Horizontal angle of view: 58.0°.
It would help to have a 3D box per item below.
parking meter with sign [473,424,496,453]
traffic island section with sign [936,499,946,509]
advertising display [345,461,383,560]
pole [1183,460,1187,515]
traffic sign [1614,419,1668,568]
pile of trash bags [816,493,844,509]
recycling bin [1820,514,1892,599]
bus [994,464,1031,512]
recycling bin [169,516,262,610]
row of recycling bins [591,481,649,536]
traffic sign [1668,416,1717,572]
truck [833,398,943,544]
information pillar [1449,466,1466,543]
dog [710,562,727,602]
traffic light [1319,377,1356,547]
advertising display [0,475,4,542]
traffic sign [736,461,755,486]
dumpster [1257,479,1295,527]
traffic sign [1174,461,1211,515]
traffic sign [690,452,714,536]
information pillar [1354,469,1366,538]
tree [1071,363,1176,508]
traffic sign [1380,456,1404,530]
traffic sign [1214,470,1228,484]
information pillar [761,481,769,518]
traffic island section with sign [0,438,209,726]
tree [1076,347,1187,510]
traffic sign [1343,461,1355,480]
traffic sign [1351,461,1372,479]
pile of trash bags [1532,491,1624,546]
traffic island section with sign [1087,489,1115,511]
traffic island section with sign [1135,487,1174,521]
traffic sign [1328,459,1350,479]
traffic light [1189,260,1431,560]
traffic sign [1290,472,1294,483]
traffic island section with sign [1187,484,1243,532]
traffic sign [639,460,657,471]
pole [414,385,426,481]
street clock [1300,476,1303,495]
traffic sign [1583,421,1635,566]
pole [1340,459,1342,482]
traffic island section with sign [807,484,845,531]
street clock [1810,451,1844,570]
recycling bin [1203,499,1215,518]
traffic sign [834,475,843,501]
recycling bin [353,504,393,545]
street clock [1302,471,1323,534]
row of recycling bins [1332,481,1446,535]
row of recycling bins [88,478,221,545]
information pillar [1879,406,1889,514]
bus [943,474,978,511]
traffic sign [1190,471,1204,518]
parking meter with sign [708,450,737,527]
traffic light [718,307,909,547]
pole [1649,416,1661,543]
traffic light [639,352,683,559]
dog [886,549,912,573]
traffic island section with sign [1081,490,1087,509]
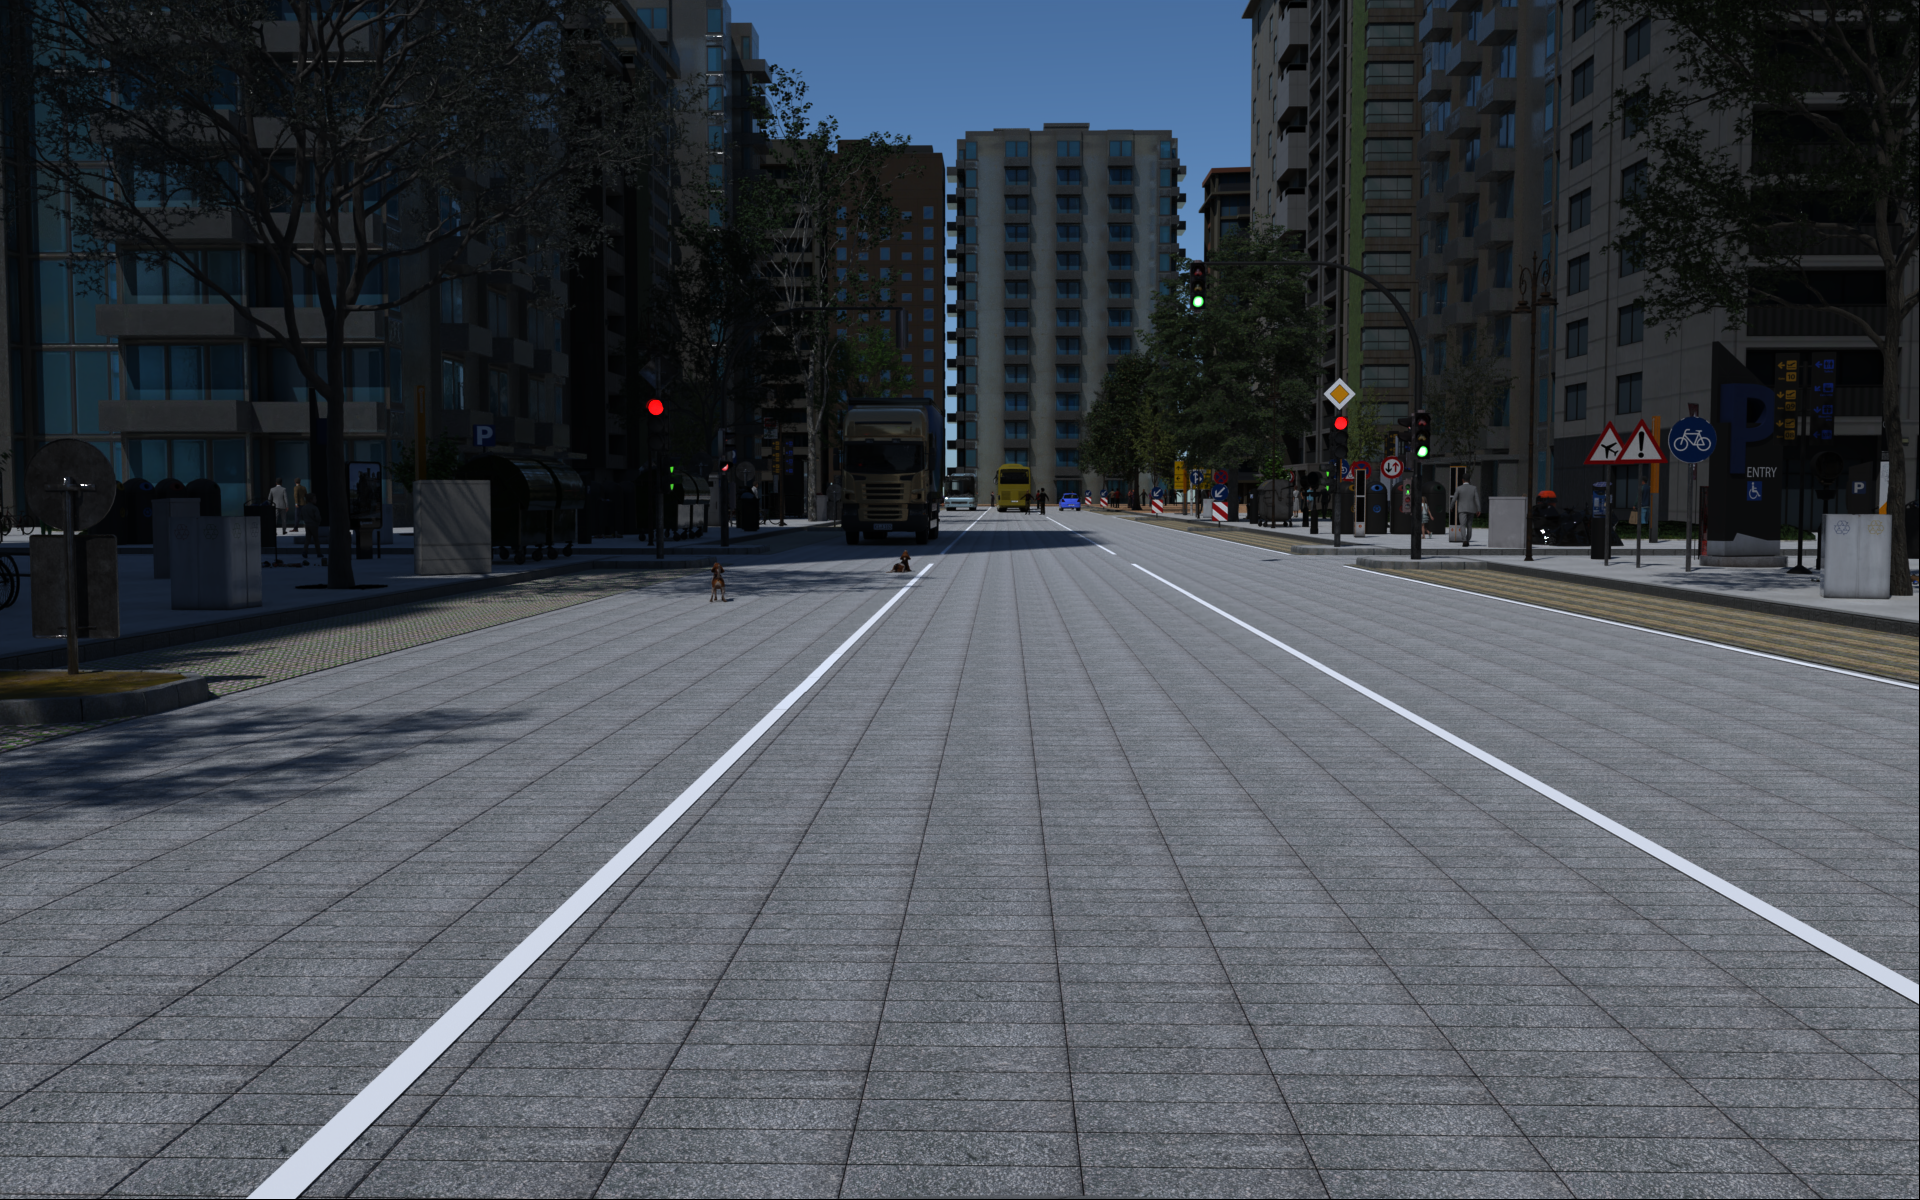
[{"bbox_3d":[-12.296,-2.936,44.265,0.543,3.016,1.738,-2,4,-26],"label":"parking meter with sign"},{"bbox_3d":[-2.124,-9.944,171.205,1.989,1.847,2.006,0,4,1],"label":"traffic island section with sign"},{"bbox_3d":[-11.750,-1.768,34.118,0.123,1.923,0.974,1,4,21],"label":"advertising display"},{"bbox_3d":[13.581,-6.775,104.608,0.158,3.312,0.155,0,3,0],"label":"pole"},{"bbox_3d":[11.791,-1.837,30.040,0.884,2.594,0.081,1,4,11],"label":"traffic sign"},{"bbox_3d":[-8.007,-6.438,115.017,3.447,1.369,1.912,1,4,10],"label":"pile of trash bags"},{"bbox_3d":[11.123,-0.548,21.519,0.722,1.027,0.722,1,4,22],"label":"recycling bin"},{"bbox_3d":[4.240,-9.065,139.751,2.896,3.916,12.252,0,4,0],"label":"bus"},{"bbox_3d":[-8.360,-0.423,19.469,0.722,1.027,0.722,0,4,7],"label":"recycling bin"},{"bbox_3d":[-10.828,-2.912,54.719,1.069,1.692,3.534,2,4,23],"label":"row of recycling bins"},{"bbox_3d":[12.030,-1.739,28.537,0.768,2.556,0.104,0,4,6],"label":"traffic sign"},{"bbox_3d":[-1.966,-3.898,52.643,2.839,4.237,11.283,0,4,2],"label":"truck"},{"bbox_3d":[13.165,-2.529,45.835,0.304,2.012,0.304,-1,4,-20],"label":"information pillar"},{"bbox_3d":[-3.240,-0.236,23.152,0.540,0.507,0.406,3,5,42],"label":"dog"},{"bbox_3d":[9.127,-3.239,41.881,0.839,4.253,0.868,0,4,1],"label":"traffic light"},{"bbox_3d":[-26.068,-2.505,46.175,0.974,1.923,0.123,-1,4,-20],"label":"advertising display"},{"bbox_3d":[-8.382,-4.132,67.657,0.768,2.556,0.104,0,4,3],"label":"traffic sign"},{"bbox_3d":[12.286,-3.764,67.301,1.264,1.857,1.865,0,4,2],"label":"dumpster"},{"bbox_3d":[14.085,-6.793,104.945,2.265,3.308,0.079,0,4,4],"label":"traffic sign"},{"bbox_3d":[-7.905,-3.232,52.951,0.768,2.556,0.104,0,4,8],"label":"traffic sign"},{"bbox_3d":[11.787,-2.848,51.061,0.304,2.012,0.304,0,4,5],"label":"information pillar"},{"bbox_3d":[15.171,-15.027,156.060,12.009,13.543,11.850,0,3,0],"label":"tree"},{"bbox_3d":[14.397,-3.528,57.785,0.768,2.556,0.104,0,4,5],"label":"traffic sign"},{"bbox_3d":[13.624,-5.530,90.517,0.768,2.556,0.104,0,4,2],"label":"traffic sign"},{"bbox_3d":[-10.639,-5.510,94.573,0.304,2.012,0.304,-3,5,-39],"label":"information pillar"},{"bbox_3d":[-6.231,-0.180,11.573,1.989,1.847,2.006,0,4,1],"label":"traffic island section with sign"},{"bbox_3d":[13.733,-13.353,135.322,9.611,12.733,9.660,0,3,0],"label":"tree"},{"bbox_3d":[15.359,-4.131,67.552,0.884,2.594,0.081,1,4,9],"label":"traffic sign"},{"bbox_3d":[15.250,-4.022,65.861,0.768,2.556,0.104,1,4,10],"label":"traffic sign"},{"bbox_3d":[15.409,-2.097,44.044,1.912,1.369,3.447,0,4,-2],"label":"pile of trash bags"},{"bbox_3d":[11.788,-8.262,143.715,1.989,1.847,2.006,0,4,1],"label":"traffic island section with sign"},{"bbox_3d":[10.507,-5.211,93.821,1.989,1.847,2.006,0,4,1],"label":"traffic island section with sign"},{"bbox_3d":[13.062,-3.655,59.872,0.768,2.556,0.104,0,4,4],"label":"traffic sign"},{"bbox_3d":[6.828,-3.617,33.811,4.771,5.953,1.251,0,4,1],"label":"traffic light"},{"bbox_3d":[16.973,-5.498,89.992,0.768,2.556,0.104,1,4,8],"label":"traffic sign"},{"bbox_3d":[9.813,-3.556,66.761,1.989,1.847,2.006,0,4,1],"label":"traffic island section with sign"},{"bbox_3d":[-11.439,-3.914,63.734,0.795,2.593,0.064,0,4,2],"label":"traffic sign"},{"bbox_3d":[-10.151,-2.371,32.610,0.158,3.312,0.155,0,3,0],"label":"pole"},{"bbox_3d":[13.413,-3.828,67.153,0.358,2.002,0.471,-2,4,-32],"label":"street clock"},{"bbox_3d":[11.563,-1.891,30.914,0.884,2.594,0.081,0,4,6],"label":"traffic sign"},{"bbox_3d":[12.705,-3.928,58.071,0.158,3.312,0.155,0,3,0],"label":"pole"},{"bbox_3d":[-4.813,-3.568,66.969,1.989,1.847,2.006,0,4,1],"label":"traffic island section with sign"},{"bbox_3d":[14.655,-1.514,29.324,0.471,2.002,0.358,0,4,5],"label":"street clock"},{"bbox_3d":[13.530,-4.924,93.062,0.722,1.027,0.722,2,4,34],"label":"recycling bin"},{"bbox_3d":[-6.453,-5.526,92.472,0.606,2.300,0.079,0,4,8],"label":"traffic sign"},{"bbox_3d":[-14.965,-1.932,44.135,0.722,1.027,0.722,1,4,22],"label":"recycling bin"},{"bbox_3d":[11.350,-3.111,55.439,0.358,2.002,0.471,-3,5,-41],"label":"street clock"},{"bbox_3d":[13.685,-2.950,55.338,3.534,1.692,1.069,0,4,5],"label":"row of recycling bins"},{"bbox_3d":[-20.787,-2.299,44.699,1.069,1.692,3.534,2,4,32],"label":"row of recycling bins"},{"bbox_3d":[23.611,-3.222,44.026,0.183,3.616,0.504,-1,4,-20],"label":"information pillar"},{"bbox_3d":[0.134,-9.529,150.660,2.948,3.499,13.247,0,4,2],"label":"bus"},{"bbox_3d":[12.925,-5.784,94.667,0.768,2.556,0.104,0,4,2],"label":"traffic sign"},{"bbox_3d":[-9.630,-4.408,68.337,1.738,3.016,0.543,3,4,36],"label":"parking meter with sign"},{"bbox_3d":[-3.636,-4.132,42.228,4.771,5.953,1.251,0,4,1],"label":"traffic light"},{"bbox_3d":[18.191,-3.150,45.343,0.158,3.312,0.155,0,3,0],"label":"pole"},{"bbox_3d":[-5.935,-2.773,34.264,0.839,4.253,0.868,0,4,1],"label":"traffic light"},{"bbox_3d":[-1.141,-0.712,31.835,0.748,0.427,0.550,-2,4,-29],"label":"dog"},{"bbox_3d":[12.487,-9.910,170.661,1.989,1.847,2.006,0,4,1],"label":"traffic island section with sign"}]
